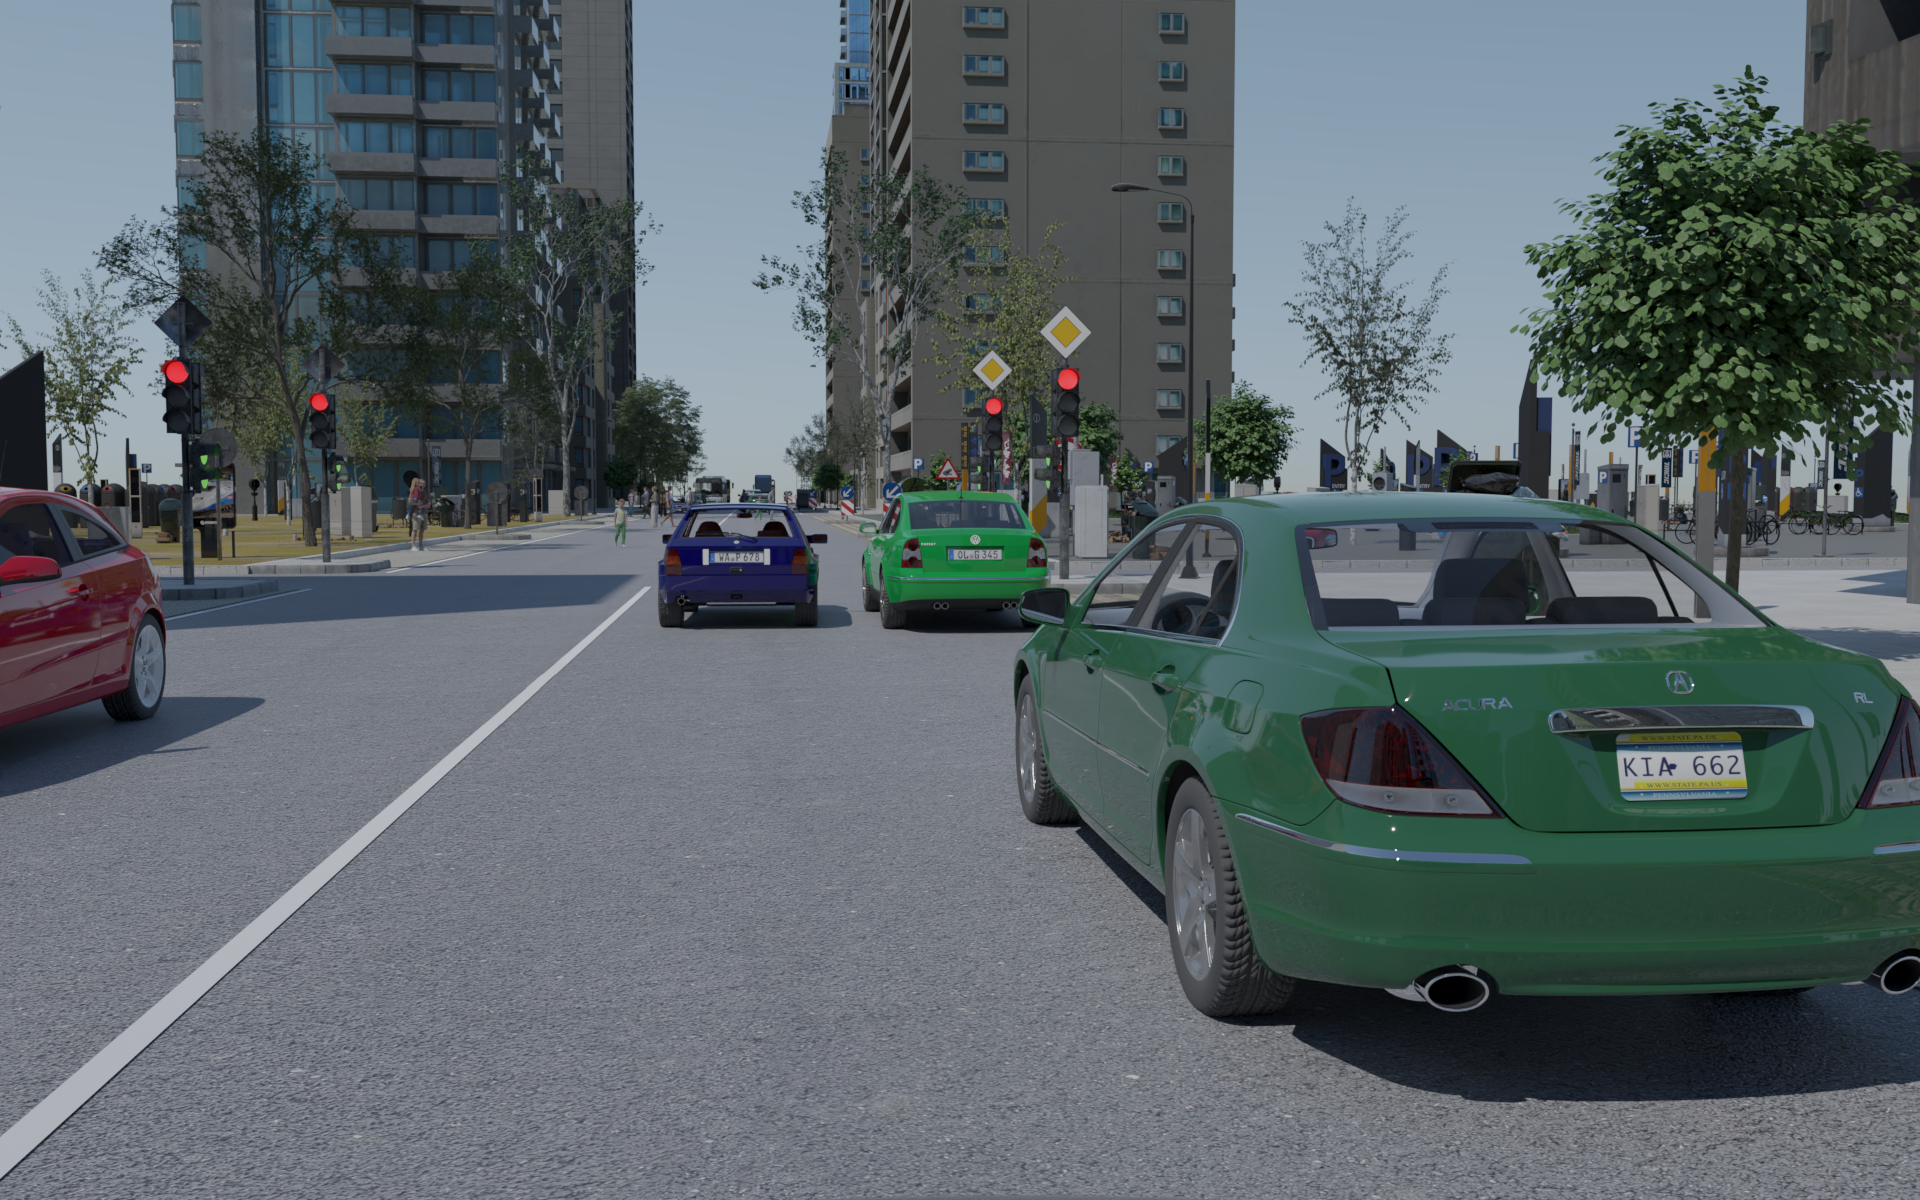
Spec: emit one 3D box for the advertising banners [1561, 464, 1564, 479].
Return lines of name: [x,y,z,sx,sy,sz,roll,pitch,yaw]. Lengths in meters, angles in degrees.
advertising banners: [34.844,-6.397,100.781,0.090,3.025,2.074,0,4,4]

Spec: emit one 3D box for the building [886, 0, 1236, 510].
building: [6.286,-30.454,121.622,21.300,48.544,21.600,0,4,-7]

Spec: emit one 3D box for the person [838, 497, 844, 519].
person: [-6.630,-5.175,97.376,0.475,1.303,0.640,-2,4,-23]

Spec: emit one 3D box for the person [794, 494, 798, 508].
person: [-16.667,-10.289,177.657,0.756,1.711,0.436,-3,4,-36]

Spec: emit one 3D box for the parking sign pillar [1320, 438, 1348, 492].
parking sign pillar: [18.133,-5.845,84.037,1.447,3.967,1.447,-1,4,-15]

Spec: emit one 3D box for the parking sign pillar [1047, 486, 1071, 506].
parking sign pillar: [5.561,-6.635,96.948,1.447,3.967,1.447,-1,4,-14]

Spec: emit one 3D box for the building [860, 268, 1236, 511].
building: [6.148,-18.572,148.693,27.650,21.520,28.899,0,4,-7]

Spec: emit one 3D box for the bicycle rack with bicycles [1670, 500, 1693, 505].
bicycle rack with bicycles: [46.596,-5.968,110.954,2.925,0.926,2.852,1,4,16]

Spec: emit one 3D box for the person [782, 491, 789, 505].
person: [-18.157,-10.458,180.012,0.750,1.759,0.617,0,4,-1]

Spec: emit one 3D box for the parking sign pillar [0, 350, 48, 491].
parking sign pillar: [-17.624,-2.665,32.051,1.447,3.967,1.447,2,4,28]

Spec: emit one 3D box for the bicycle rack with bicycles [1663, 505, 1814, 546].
bicycle rack with bicycles: [19.307,-1.860,43.786,2.925,0.926,2.852,0,4,-5]

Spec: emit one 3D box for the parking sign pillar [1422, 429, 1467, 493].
parking sign pillar: [20.271,-5.091,71.716,1.447,3.967,1.447,3,5,45]

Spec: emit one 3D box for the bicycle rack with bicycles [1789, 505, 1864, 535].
bicycle rack with bicycles: [27.337,-2.542,54.944,2.852,0.926,2.925,-2,4,-30]

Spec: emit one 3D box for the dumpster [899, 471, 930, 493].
dumpster: [-1.951,-4.329,73.278,1.502,2.255,1.985,0,4,-7]

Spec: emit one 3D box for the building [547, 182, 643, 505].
building: [-53.905,-31.224,202.386,32.217,40.220,23.993,0,4,-7]

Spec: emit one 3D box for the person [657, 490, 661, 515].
person: [-20.916,-6.797,120.355,0.721,1.735,1.217,3,5,43]

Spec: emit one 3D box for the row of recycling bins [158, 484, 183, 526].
row of recycling bins: [-32.309,-3.840,69.902,1.069,1.692,3.534,0,4,1]

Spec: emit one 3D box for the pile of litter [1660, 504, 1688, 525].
pile of litter: [30.218,-3.638,73.441,1.719,0.858,1.176,-2,4,-35]

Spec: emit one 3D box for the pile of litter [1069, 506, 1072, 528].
pile of litter: [4.437,-3.169,65.784,1.176,0.858,1.719,-1,4,-19]

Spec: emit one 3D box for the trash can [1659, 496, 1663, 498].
trash can: [46.457,-6.334,115.210,0.748,1.137,0.748,0,3,0]

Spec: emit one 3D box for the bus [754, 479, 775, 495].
bus: [-28.469,-15.961,252.514,2.896,3.916,12.252,-1,4,-9]

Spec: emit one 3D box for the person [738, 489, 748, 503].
person: [-16.874,-7.744,135.107,0.705,1.826,1.348,1,4,23]

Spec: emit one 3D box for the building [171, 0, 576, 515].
building: [-39.953,-30.623,120.292,23.786,49.044,30.456,0,4,-7]

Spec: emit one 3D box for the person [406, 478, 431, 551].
person: [-13.539,-2.129,43.291,0.573,1.828,0.580,0,4,-5]

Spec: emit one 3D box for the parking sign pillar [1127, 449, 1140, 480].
parking sign pillar: [10.158,-6.980,102.602,1.447,3.967,1.447,-2,4,-27]

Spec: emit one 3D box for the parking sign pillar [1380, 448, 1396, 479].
parking sign pillar: [25.287,-6.966,102.368,1.447,3.967,1.447,3,5,39]

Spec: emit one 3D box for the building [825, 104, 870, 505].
building: [-5.432,-36.026,212.723,21.300,48.544,21.600,0,4,-7]

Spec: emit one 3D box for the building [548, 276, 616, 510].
building: [-45.220,-18.673,150.337,27.650,21.520,28.899,0,4,-7]

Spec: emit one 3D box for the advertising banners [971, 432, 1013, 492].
advertising banners: [0.884,-3.248,49.292,0.090,3.025,2.074,-2,4,-35]

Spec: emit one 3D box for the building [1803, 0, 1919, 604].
building: [16.749,-15.011,17.132,14.160,30.474,14.107,0,4,-7]

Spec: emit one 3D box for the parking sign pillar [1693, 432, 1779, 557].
parking sign pillar: [16.072,-2.906,35.983,1.447,3.967,1.447,1,4,18]

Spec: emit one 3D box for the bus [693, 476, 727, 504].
bus: [-24.061,-10.565,167.600,2.948,3.499,13.247,0,4,-6]

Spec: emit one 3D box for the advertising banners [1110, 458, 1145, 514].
advertising banners: [8.153,-5.322,83.208,2.074,3.025,0.090,0,4,-1]

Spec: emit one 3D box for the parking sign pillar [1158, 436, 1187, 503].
parking sign pillar: [9.841,-5.608,80.164,1.447,3.967,1.447,0,4,2]

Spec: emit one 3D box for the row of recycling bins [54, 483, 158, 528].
row of recycling bins: [-32.307,-3.552,65.182,3.534,1.692,1.069,0,4,2]

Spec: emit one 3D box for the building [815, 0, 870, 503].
building: [-9.527,-57.438,251.787,22.319,86.520,31.000,0,4,-7]

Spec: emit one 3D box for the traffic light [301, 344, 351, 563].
traffic light: [-11.866,-2.658,32.386,0.839,4.253,0.868,0,4,-7]

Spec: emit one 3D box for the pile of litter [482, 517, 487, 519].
pile of litter: [-24.296,-4.684,90.550,1.176,0.858,1.719,-3,5,-39]

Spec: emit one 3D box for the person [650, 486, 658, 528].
person: [-13.064,-3.968,73.927,0.362,1.759,0.519,0,4,3]

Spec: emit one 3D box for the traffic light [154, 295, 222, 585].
traffic light: [-10.922,-2.173,24.457,0.839,4.253,0.868,0,4,-7]

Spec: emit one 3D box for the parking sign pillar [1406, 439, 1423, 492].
parking sign pillar: [22.481,-5.891,84.788,1.447,3.967,1.447,1,4,14]

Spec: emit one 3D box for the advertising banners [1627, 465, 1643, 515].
advertising banners: [39.914,-6.513,102.675,2.074,3.025,0.090,-3,5,-39]

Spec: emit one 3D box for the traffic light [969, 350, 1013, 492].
traffic light: [0.606,-2.750,33.880,0.839,4.253,0.868,0,4,-7]

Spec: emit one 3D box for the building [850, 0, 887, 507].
building: [-0.237,-44.835,171.302,20.563,71.187,20.611,0,4,-7]

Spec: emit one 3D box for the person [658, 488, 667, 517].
person: [-18.806,-6.182,109.664,1.348,1.812,0.705,0,4,4]

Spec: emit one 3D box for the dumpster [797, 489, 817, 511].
dumpster: [-13.234,-8.663,149.852,1.865,1.857,1.264,0,4,-7]

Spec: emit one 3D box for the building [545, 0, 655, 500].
building: [-50.502,-48.074,224.261,20.563,71.187,20.611,0,4,-7]

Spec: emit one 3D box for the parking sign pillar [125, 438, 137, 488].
parking sign pillar: [-40.051,-5.824,83.691,1.447,3.967,1.447,-2,4,-28]

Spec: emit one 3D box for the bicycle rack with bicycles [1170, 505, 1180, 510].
bicycle rack with bicycles: [8.331,-2.785,58.922,2.852,0.926,2.925,0,4,2]

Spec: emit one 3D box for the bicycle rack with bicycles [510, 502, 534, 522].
bicycle rack with bicycles: [-21.450,-4.176,81.657,2.925,0.926,2.852,-1,4,-14]

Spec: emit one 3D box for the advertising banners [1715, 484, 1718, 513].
advertising banners: [32.428,-4.774,74.247,0.090,3.025,2.074,2,4,26]

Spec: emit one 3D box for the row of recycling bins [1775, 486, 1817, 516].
row of recycling bins: [45.931,-5.412,95.596,1.069,1.692,3.534,-1,4,-11]

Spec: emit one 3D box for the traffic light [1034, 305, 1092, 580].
traffic light: [1.550,-2.265,25.951,0.839,4.253,0.868,0,4,-7]

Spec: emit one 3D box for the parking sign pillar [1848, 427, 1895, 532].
parking sign pillar: [31.062,-4.308,58.914,1.447,3.967,1.447,-1,4,-22]

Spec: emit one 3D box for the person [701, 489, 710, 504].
person: [-20.258,-7.885,137.424,0.705,1.824,1.348,1,4,20]

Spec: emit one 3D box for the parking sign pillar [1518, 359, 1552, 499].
parking sign pillar: [11.674,-2.862,35.258,1.447,3.967,1.447,1,4,9]

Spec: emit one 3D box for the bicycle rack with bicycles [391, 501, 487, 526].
bicycle rack with bicycles: [-21.601,-3.527,71.042,2.925,0.926,2.852,1,4,21]

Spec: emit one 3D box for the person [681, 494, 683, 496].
person: [-31.503,-11.301,196.499,0.991,1.433,0.599,1,4,11]

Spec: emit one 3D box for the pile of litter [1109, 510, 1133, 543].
pile of litter: [4.264,-1.978,46.298,1.176,0.858,1.719,3,5,41]
